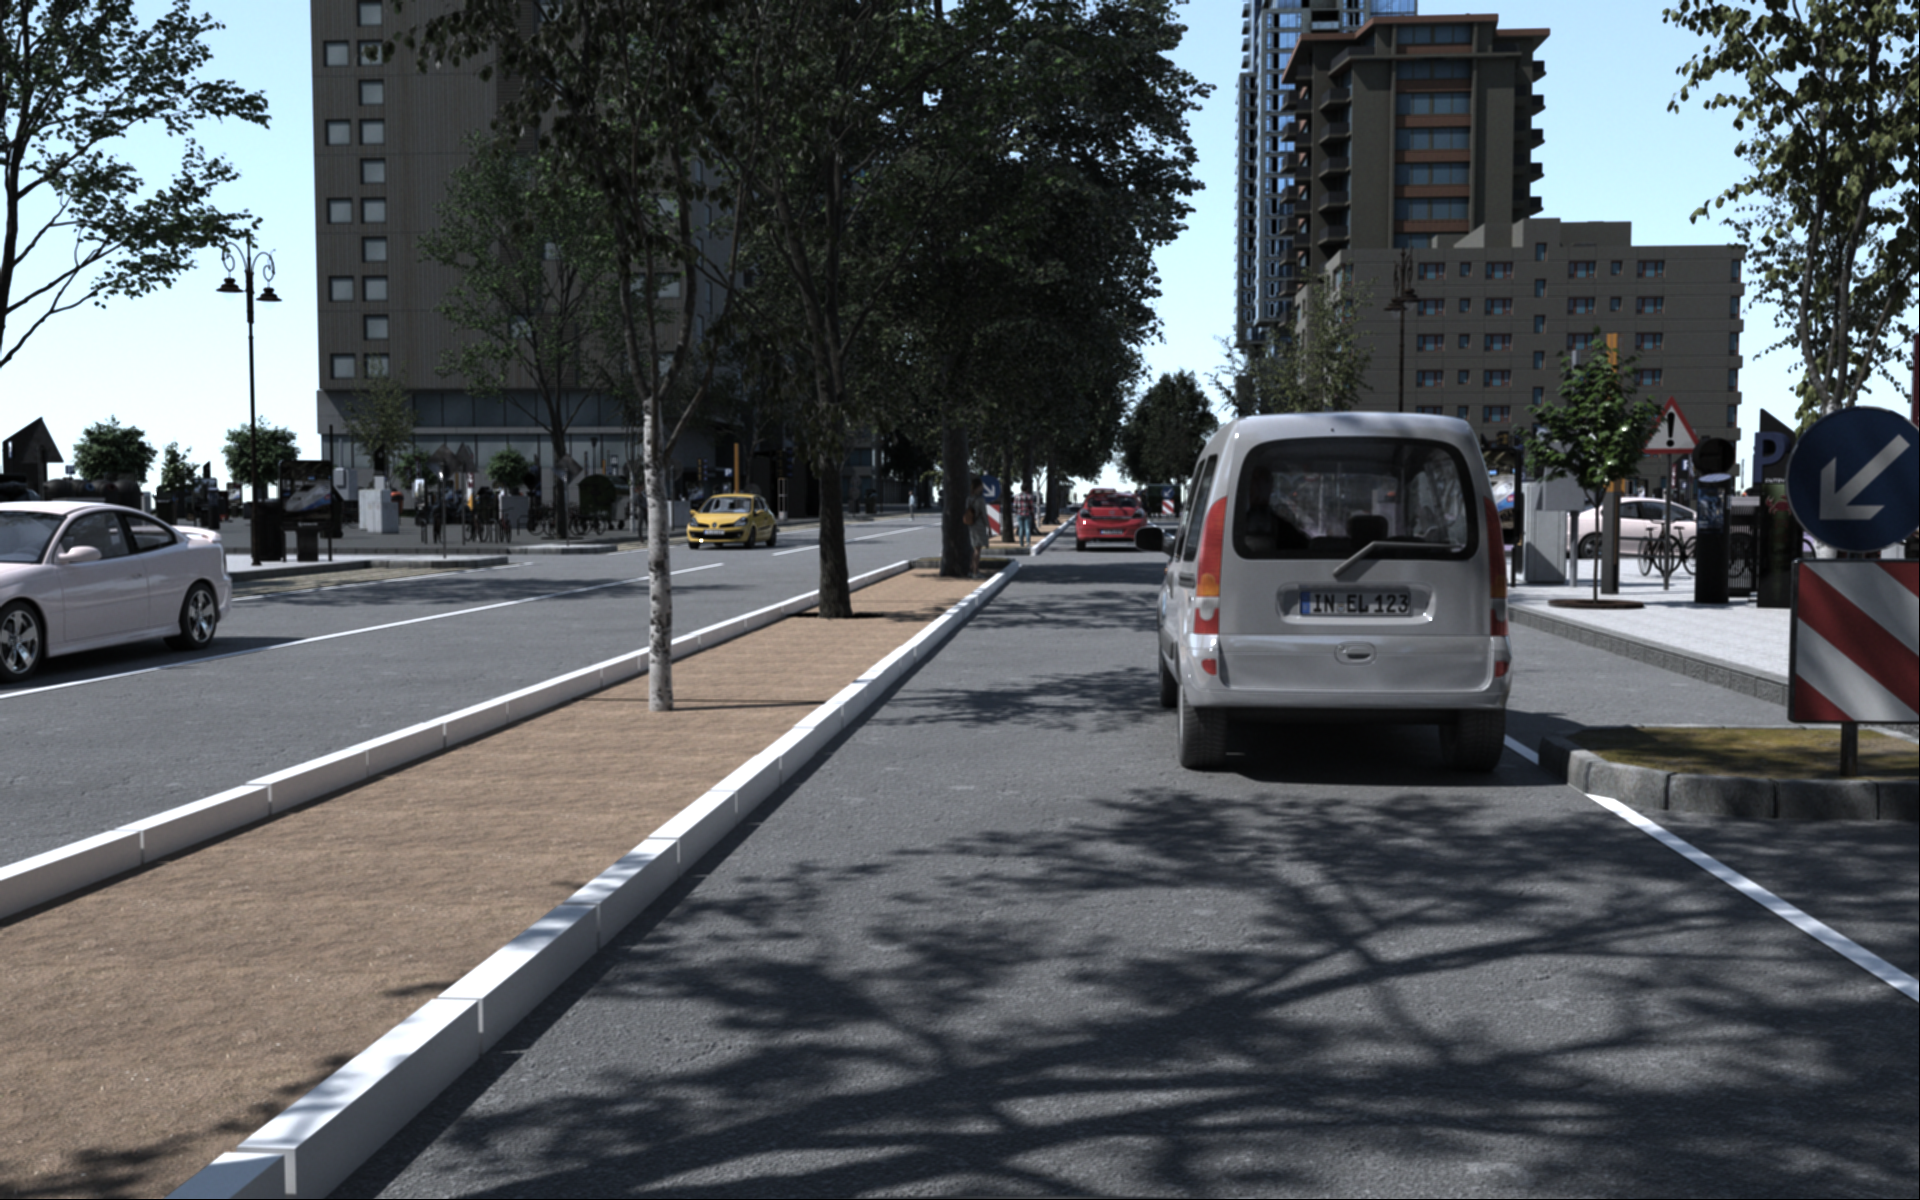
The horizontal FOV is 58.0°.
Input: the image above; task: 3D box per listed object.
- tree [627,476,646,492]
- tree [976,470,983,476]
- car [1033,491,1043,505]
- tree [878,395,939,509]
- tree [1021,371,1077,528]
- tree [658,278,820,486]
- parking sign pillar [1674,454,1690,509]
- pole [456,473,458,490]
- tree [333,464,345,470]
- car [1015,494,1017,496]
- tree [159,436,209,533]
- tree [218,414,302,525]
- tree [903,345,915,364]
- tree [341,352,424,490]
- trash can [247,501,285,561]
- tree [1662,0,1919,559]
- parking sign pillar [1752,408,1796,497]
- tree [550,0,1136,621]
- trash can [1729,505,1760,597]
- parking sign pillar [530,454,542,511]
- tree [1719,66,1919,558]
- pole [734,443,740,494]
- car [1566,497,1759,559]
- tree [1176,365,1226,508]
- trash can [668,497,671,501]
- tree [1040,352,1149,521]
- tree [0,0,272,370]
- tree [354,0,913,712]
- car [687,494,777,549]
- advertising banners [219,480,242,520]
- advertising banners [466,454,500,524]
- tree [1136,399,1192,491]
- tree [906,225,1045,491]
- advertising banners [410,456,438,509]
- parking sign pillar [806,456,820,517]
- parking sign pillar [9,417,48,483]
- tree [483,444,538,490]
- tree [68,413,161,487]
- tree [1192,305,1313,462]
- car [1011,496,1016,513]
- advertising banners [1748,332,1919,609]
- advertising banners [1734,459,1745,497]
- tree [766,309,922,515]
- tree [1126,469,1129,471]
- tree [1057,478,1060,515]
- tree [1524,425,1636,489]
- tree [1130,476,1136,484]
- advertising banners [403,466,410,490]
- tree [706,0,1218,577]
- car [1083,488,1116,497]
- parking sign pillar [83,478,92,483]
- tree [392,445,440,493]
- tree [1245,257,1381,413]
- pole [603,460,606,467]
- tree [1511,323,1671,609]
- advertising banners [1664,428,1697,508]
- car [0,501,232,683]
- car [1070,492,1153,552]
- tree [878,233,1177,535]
[{"bbox_3d":[-21.007,-7.206,112.415,1.663,3.219,1.824,0,3,0],"label":"tree"},{"bbox_3d":[2.012,-14.300,217.518,4.285,4.588,4.351,0,3,0],"label":"tree"},{"bbox_3d":[10.411,-14.110,239.366,2.281,1.827,5.304,0,4,5],"label":"car"},{"bbox_3d":[-3.296,-13.090,148.431,8.767,10.594,7.601,1,4,16],"label":"tree"},{"bbox_3d":[3.343,-7.363,73.209,4.360,8.622,3.978,0,3,0],"label":"tree"},{"bbox_3d":[-9.356,-8.637,75.628,8.767,10.594,7.601,0,4,-4],"label":"tree"},{"bbox_3d":[45.822,-7.442,110.151,1.447,3.967,1.447,-1,4,-20],"label":"parking sign pillar"},{"bbox_3d":[-32.769,-7.279,112.860,0.158,3.312,0.155,0,3,0],"label":"pole"},{"bbox_3d":[-36.863,-6.571,102.043,1.663,3.219,1.824,0,3,0],"label":"tree"},{"bbox_3d":[5.111,-8.078,141.860,2.009,1.686,4.222,0,4,6],"label":"car"},{"bbox_3d":[-26.249,-3.866,57.815,1.663,3.219,1.824,0,3,0],"label":"tree"},{"bbox_3d":[-28.792,-5.356,71.285,4.285,4.588,4.351,0,3,0],"label":"tree"},{"bbox_3d":[0.369,-19.629,176.823,12.611,20.169,13.585,0,3,0],"label":"tree"},{"bbox_3d":[-29.306,-8.454,88.582,4.737,8.622,4.395,0,3,0],"label":"tree"},{"bbox_3d":[-13.267,-1.317,33.192,0.748,1.137,0.748,0,3,0],"label":"trash can"},{"bbox_3d":[7.531,-3.912,14.325,4.737,8.622,4.395,0,3,0],"label":"tree"},{"bbox_3d":[25.371,-4.002,53.910,1.447,3.967,1.447,-2,4,-28],"label":"parking sign pillar"},{"bbox_3d":[-1.547,-5.602,19.811,9.928,11.665,9.643,0,3,0],"label":"tree"},{"bbox_3d":[9.679,-0.616,21.720,0.748,1.137,0.748,0,3,0],"label":"trash can"},{"bbox_3d":[-28.579,-7.844,116.729,1.447,3.967,1.447,-2,4,-27],"label":"parking sign pillar"},{"bbox_3d":[15.467,-4.901,30.491,4.360,8.622,3.978,0,3,0],"label":"tree"},{"bbox_3d":[-8.951,-4.629,69.531,0.158,3.312,0.155,0,3,0],"label":"pole"},{"bbox_3d":[14.411,-1.452,36.104,4.827,1.381,2.083,0,4,5],"label":"car"},{"bbox_3d":[19.475,-14.512,154.286,9.611,12.733,9.660,0,3,0],"label":"tree"},{"bbox_3d":[-12.655,-3.861,74.774,0.748,1.137,0.748,0,3,0],"label":"trash can"},{"bbox_3d":[4.888,-11.014,92.901,12.009,13.543,11.850,0,3,0],"label":"tree"},{"bbox_3d":[-13.405,-5.970,23.366,9.928,11.665,9.643,0,3,0],"label":"tree"},{"bbox_3d":[-1.971,-3.552,10.900,4.360,8.622,3.978,0,3,0],"label":"tree"},{"bbox_3d":[-6.078,-2.205,46.271,2.015,1.641,3.980,0,4,6],"label":"car"},{"bbox_3d":[-35.536,-5.335,83.415,2.074,3.025,0.090,-1,4,-9],"label":"advertising banners"},{"bbox_3d":[-20.801,-4.847,75.440,2.074,3.025,0.090,2,4,31],"label":"advertising banners"},{"bbox_3d":[16.583,-11.207,133.589,4.360,8.622,3.978,0,3,0],"label":"tree"},{"bbox_3d":[0.593,-5.520,43.074,4.737,8.622,4.395,0,3,0],"label":"tree"},{"bbox_3d":[-24.816,-5.155,80.471,0.090,3.025,2.074,1,4,12],"label":"advertising banners"},{"bbox_3d":[-8.224,-6.757,98.944,1.447,3.967,1.447,0,4,-3],"label":"parking sign pillar"},{"bbox_3d":[-32.564,-4.396,60.351,1.447,3.967,1.447,-1,4,-8],"label":"parking sign pillar"},{"bbox_3d":[-28.966,-7.789,111.061,4.285,4.588,4.351,0,3,0],"label":"tree"},{"bbox_3d":[-34.447,-5.311,70.554,4.285,4.588,4.351,0,3,0],"label":"tree"},{"bbox_3d":[11.761,-7.215,68.325,4.360,8.622,3.978,0,3,0],"label":"tree"},{"bbox_3d":[3.779,-6.128,112.777,1.945,1.354,3.894,0,4,3],"label":"car"},{"bbox_3d":[9.849,-1.398,19.047,2.074,3.025,0.090,2,4,25],"label":"advertising banners"},{"bbox_3d":[38.252,-5.434,85.041,0.090,3.025,2.074,3,4,36],"label":"advertising banners"},{"bbox_3d":[-7.412,-12.054,107.446,12.009,13.543,11.850,0,3,0],"label":"tree"},{"bbox_3d":[27.837,-19.586,270.599,4.360,8.622,3.978,0,3,0],"label":"tree"},{"bbox_3d":[6.327,-10.782,113.158,8.767,10.594,7.601,0,4,5],"label":"tree"},{"bbox_3d":[24.475,-5.285,70.122,4.285,4.588,4.351,0,3,0],"label":"tree"},{"bbox_3d":[20.964,-14.497,187.392,4.360,8.622,3.978,0,3,0],"label":"tree"},{"bbox_3d":[-33.969,-6.901,109.024,2.074,3.025,0.090,-2,4,-32],"label":"advertising banners"},{"bbox_3d":[-0.013,-7.371,29.621,9.857,13.997,8.962,0,3,0],"label":"tree"},{"bbox_3d":[8.429,-5.721,102.219,2.281,1.827,5.304,0,4,4],"label":"car"},{"bbox_3d":[-36.917,-5.222,73.857,1.447,3.967,1.447,0,4,-4],"label":"parking sign pillar"},{"bbox_3d":[-36.379,-8.111,116.327,4.285,4.588,4.351,0,3,0],"label":"tree"},{"bbox_3d":[11.294,-6.361,54.370,4.737,8.622,4.395,0,3,0],"label":"tree"},{"bbox_3d":[-21.210,-6.696,103.315,0.158,3.312,0.155,0,3,0],"label":"pole"},{"bbox_3d":[7.130,-1.537,19.736,1.663,3.219,1.824,0,3,0],"label":"tree"},{"bbox_3d":[18.824,-3.000,45.232,0.090,3.025,2.074,3,5,43],"label":"advertising banners"},{"bbox_3d":[-7.975,-0.141,14.660,2.083,1.381,4.827,0,4,3],"label":"car"},{"bbox_3d":[3.902,-2.181,44.692,2.155,1.783,4.494,0,4,5],"label":"car"},{"bbox_3d":[2.355,-8.604,60.132,9.611,12.733,9.660,0,3,0],"label":"tree"}]
